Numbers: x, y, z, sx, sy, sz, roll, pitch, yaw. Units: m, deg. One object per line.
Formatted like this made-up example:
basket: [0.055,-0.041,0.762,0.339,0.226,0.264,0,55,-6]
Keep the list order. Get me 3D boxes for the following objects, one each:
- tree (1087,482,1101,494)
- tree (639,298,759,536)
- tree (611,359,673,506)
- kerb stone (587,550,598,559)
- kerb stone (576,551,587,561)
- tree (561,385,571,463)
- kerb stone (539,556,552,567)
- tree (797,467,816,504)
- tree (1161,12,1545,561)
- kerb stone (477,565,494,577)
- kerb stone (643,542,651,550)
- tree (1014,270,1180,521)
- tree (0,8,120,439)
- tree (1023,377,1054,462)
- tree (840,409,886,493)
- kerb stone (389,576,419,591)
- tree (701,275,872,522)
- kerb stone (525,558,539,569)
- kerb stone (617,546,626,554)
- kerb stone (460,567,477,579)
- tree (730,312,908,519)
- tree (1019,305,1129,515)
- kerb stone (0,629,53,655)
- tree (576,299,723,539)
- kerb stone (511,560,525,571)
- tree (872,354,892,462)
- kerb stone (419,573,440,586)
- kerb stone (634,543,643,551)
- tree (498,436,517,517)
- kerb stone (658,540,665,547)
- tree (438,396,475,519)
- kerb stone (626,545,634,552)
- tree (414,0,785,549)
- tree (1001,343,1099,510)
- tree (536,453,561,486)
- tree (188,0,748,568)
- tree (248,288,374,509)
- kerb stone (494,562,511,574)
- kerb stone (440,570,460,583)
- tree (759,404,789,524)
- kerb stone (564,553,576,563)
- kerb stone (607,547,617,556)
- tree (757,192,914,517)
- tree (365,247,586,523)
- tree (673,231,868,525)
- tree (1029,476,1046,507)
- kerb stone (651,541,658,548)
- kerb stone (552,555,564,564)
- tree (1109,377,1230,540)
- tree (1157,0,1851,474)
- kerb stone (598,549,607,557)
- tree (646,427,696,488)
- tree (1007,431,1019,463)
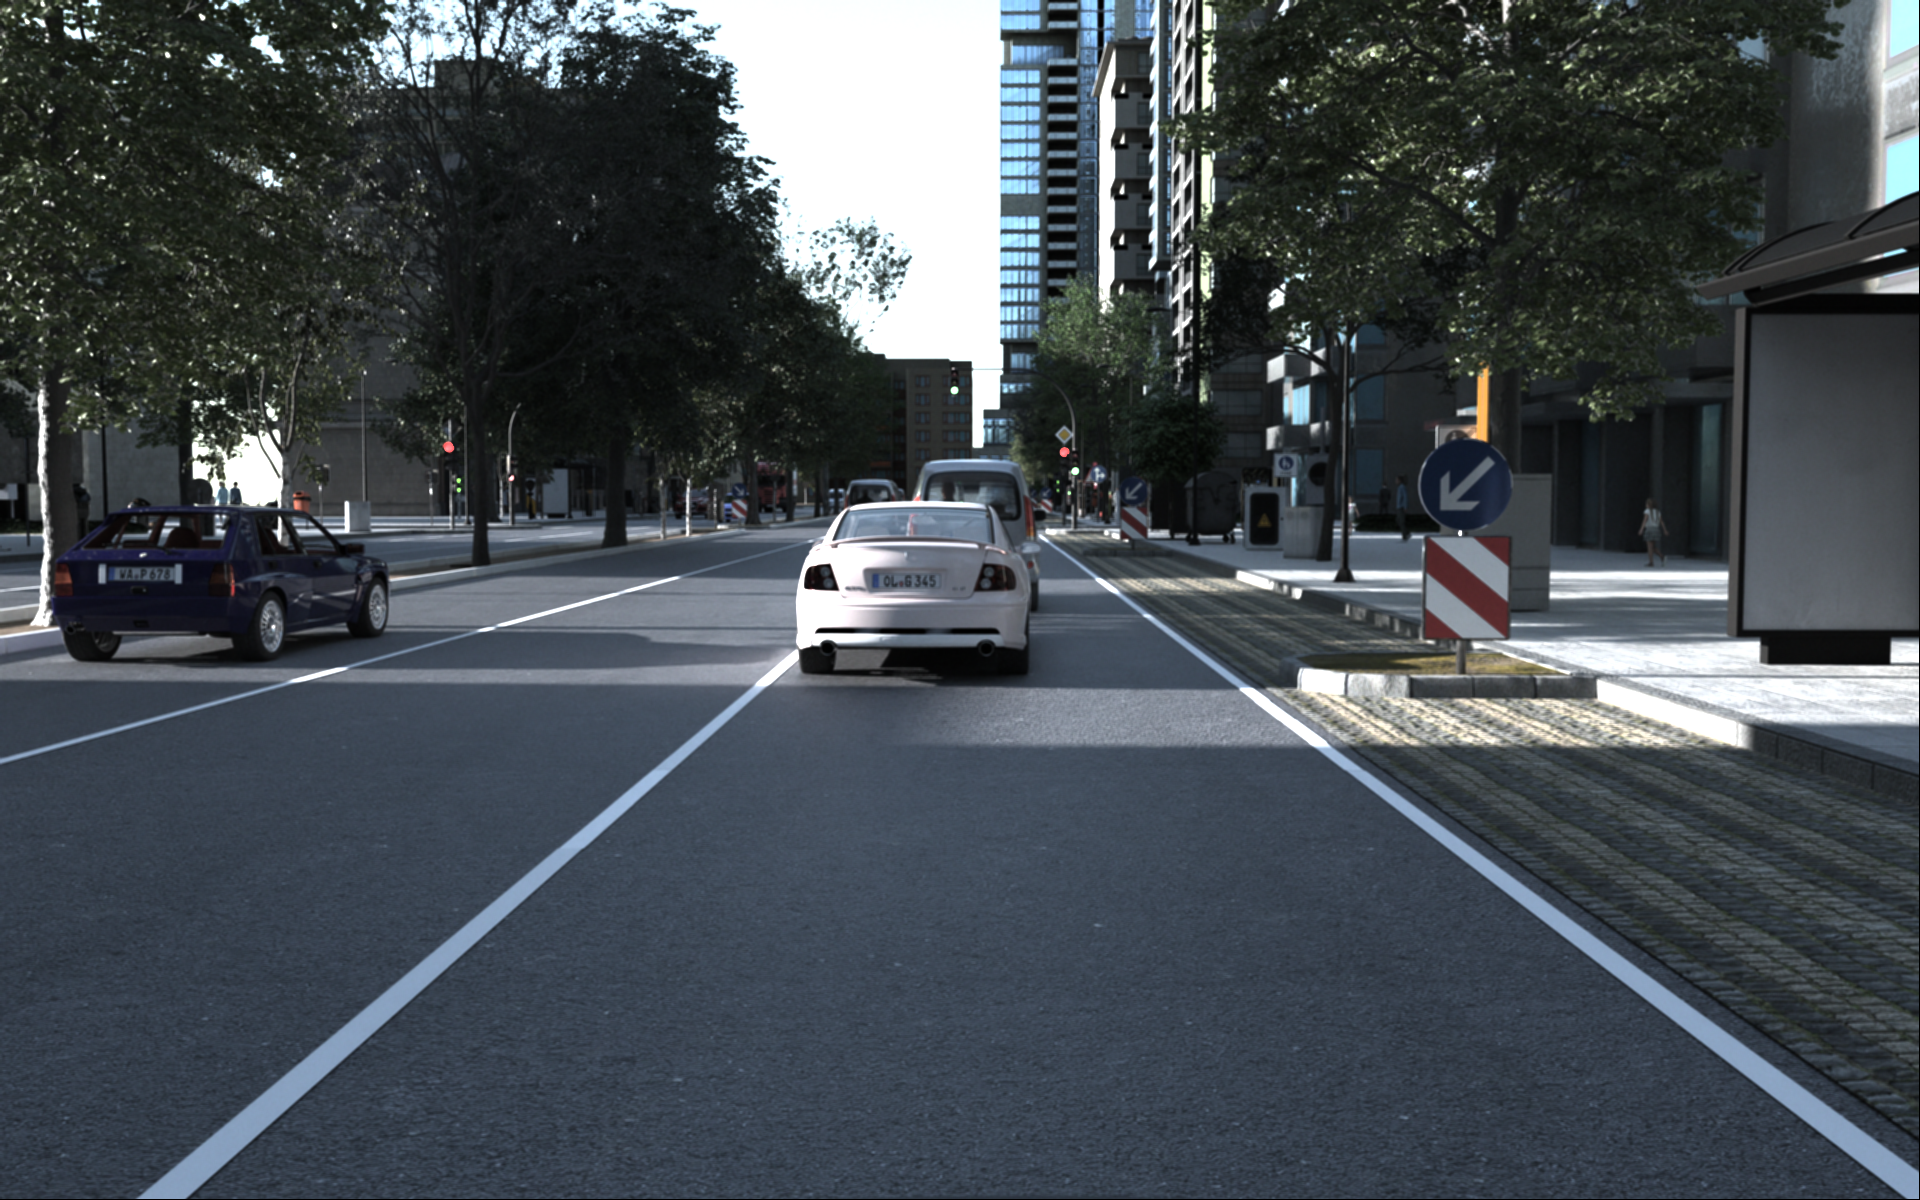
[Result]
tree: [10.387,-8.238,129.287,1.663,3.219,1.824,0,3,0]
tree: [-9.230,-6.490,58.929,4.360,8.622,3.978,0,3,0]
tree: [-20.743,-11.656,116.336,9.928,11.665,9.643,0,3,0]
kerb stone: [-8.298,-1.002,38.572,0.120,0.150,1.000,0,4,1]
kerb stone: [-8.314,-0.939,37.548,0.120,0.150,1.000,0,4,1]
tree: [-20.334,-9.321,102.763,4.737,8.622,4.395,0,3,0]
kerb stone: [-8.354,-0.751,34.480,0.120,0.150,1.000,0,4,1]
tree: [-19.399,-16.340,217.514,4.737,8.622,4.395,0,3,0]
tree: [7.263,-6.012,32.705,7.601,10.594,8.767,2,4,31]
kerb stone: [-8.413,-0.500,30.378,0.120,0.150,1.000,0,4,1]
kerb stone: [-8.210,-1.378,44.731,0.120,0.150,1.000,0,4,1]
tree: [6.707,-9.527,81.515,9.928,11.665,9.643,0,3,0]
tree: [-21.742,-7.793,34.066,9.857,13.997,8.962,0,3,0]
tree: [7.758,-11.063,115.291,7.601,10.594,8.767,0,4,-4]
tree: [-7.824,-11.153,135.177,4.360,8.622,3.978,0,3,0]
kerb stone: [-8.468,-0.250,26.291,0.120,0.150,1.000,0,4,1]
tree: [-8.747,-10.245,88.093,7.486,12.596,7.792,0,3,0]
kerb stone: [-8.371,-0.688,33.452,0.120,0.150,1.000,0,4,1]
kerb stone: [-8.254,-1.188,41.644,0.120,0.150,1.000,0,4,1]
kerb stone: [-8.435,-0.438,29.356,0.120,0.150,1.000,0,4,1]
tree: [-7.978,-10.359,97.586,9.928,11.665,9.643,0,3,0]
tree: [7.848,-11.351,103.712,7.486,12.596,7.792,0,3,0]
kerb stone: [-8.611,0.377,16.055,0.120,0.150,1.000,0,4,1]
tree: [-9.329,-6.206,54.290,4.737,8.622,4.395,0,3,0]
kerb stone: [-8.381,-0.626,32.430,0.120,0.150,1.000,0,4,1]
tree: [-8.598,-12.138,119.045,7.486,12.596,7.792,0,3,0]
kerb stone: [-8.455,-0.313,27.313,0.120,0.150,1.000,0,4,1]
kerb stone: [-8.232,-1.315,43.702,0.120,0.150,1.000,0,4,1]
tree: [-25.042,-8.872,95.422,4.360,8.622,3.978,0,3,0]
kerb stone: [-8.186,-1.503,46.777,0.120,0.150,1.000,0,4,1]
tree: [-26.057,-8.528,89.803,4.737,8.622,4.395,0,3,0]
kerb stone: [-8.247,-1.250,42.678,0.120,0.150,1.000,0,4,1]
tree: [-8.897,-8.267,44.276,9.857,13.997,8.962,0,3,0]
tree: [7.677,-13.905,137.714,12.009,13.543,11.850,0,3,0]
tree: [-25.415,-9.709,109.112,4.737,8.622,4.395,0,3,0]
tree: [-9.325,-7.367,33.282,12.009,13.543,11.850,0,3,0]
tree: [-21.175,-6.410,55.168,4.737,8.622,4.395,0,3,0]
kerb stone: [-8.394,-0.563,31.408,0.120,0.150,1.000,0,4,1]
kerb stone: [-8.440,-0.375,28.335,0.120,0.150,1.000,0,4,1]
tree: [-8.710,-7.852,81.203,4.360,8.622,3.978,0,3,0]
kerb stone: [-8.325,-0.876,36.526,0.120,0.150,1.000,0,4,1]
kerb stone: [-8.264,-1.127,40.622,0.120,0.150,1.000,0,4,1]
tree: [-9.584,-15.312,108.697,12.611,20.169,13.585,0,3,0]
tree: [-21.224,-9.835,77.810,9.611,12.733,9.660,0,3,0]
tree: [-8.873,-9.452,74.008,9.611,12.733,9.660,0,3,0]
tree: [8.870,-12.612,200.810,1.663,3.219,1.824,0,3,0]
kerb stone: [-8.204,-1.440,45.753,0.120,0.150,1.000,0,4,1]
kerb stone: [-8.346,-0.814,35.504,0.120,0.150,1.000,0,4,1]
tree: [5.898,-3.971,48.638,4.285,4.588,4.351,0,3,0]
tree: [6.166,-6.221,19.842,7.486,12.596,7.792,0,3,0]
kerb stone: [-8.287,-1.059,39.597,0.120,0.150,1.000,0,4,1]
tree: [-21.051,-13.184,133.689,7.486,12.596,7.792,0,3,0]
tree: [9.477,-18.233,216.238,7.486,12.596,7.792,0,3,0]
